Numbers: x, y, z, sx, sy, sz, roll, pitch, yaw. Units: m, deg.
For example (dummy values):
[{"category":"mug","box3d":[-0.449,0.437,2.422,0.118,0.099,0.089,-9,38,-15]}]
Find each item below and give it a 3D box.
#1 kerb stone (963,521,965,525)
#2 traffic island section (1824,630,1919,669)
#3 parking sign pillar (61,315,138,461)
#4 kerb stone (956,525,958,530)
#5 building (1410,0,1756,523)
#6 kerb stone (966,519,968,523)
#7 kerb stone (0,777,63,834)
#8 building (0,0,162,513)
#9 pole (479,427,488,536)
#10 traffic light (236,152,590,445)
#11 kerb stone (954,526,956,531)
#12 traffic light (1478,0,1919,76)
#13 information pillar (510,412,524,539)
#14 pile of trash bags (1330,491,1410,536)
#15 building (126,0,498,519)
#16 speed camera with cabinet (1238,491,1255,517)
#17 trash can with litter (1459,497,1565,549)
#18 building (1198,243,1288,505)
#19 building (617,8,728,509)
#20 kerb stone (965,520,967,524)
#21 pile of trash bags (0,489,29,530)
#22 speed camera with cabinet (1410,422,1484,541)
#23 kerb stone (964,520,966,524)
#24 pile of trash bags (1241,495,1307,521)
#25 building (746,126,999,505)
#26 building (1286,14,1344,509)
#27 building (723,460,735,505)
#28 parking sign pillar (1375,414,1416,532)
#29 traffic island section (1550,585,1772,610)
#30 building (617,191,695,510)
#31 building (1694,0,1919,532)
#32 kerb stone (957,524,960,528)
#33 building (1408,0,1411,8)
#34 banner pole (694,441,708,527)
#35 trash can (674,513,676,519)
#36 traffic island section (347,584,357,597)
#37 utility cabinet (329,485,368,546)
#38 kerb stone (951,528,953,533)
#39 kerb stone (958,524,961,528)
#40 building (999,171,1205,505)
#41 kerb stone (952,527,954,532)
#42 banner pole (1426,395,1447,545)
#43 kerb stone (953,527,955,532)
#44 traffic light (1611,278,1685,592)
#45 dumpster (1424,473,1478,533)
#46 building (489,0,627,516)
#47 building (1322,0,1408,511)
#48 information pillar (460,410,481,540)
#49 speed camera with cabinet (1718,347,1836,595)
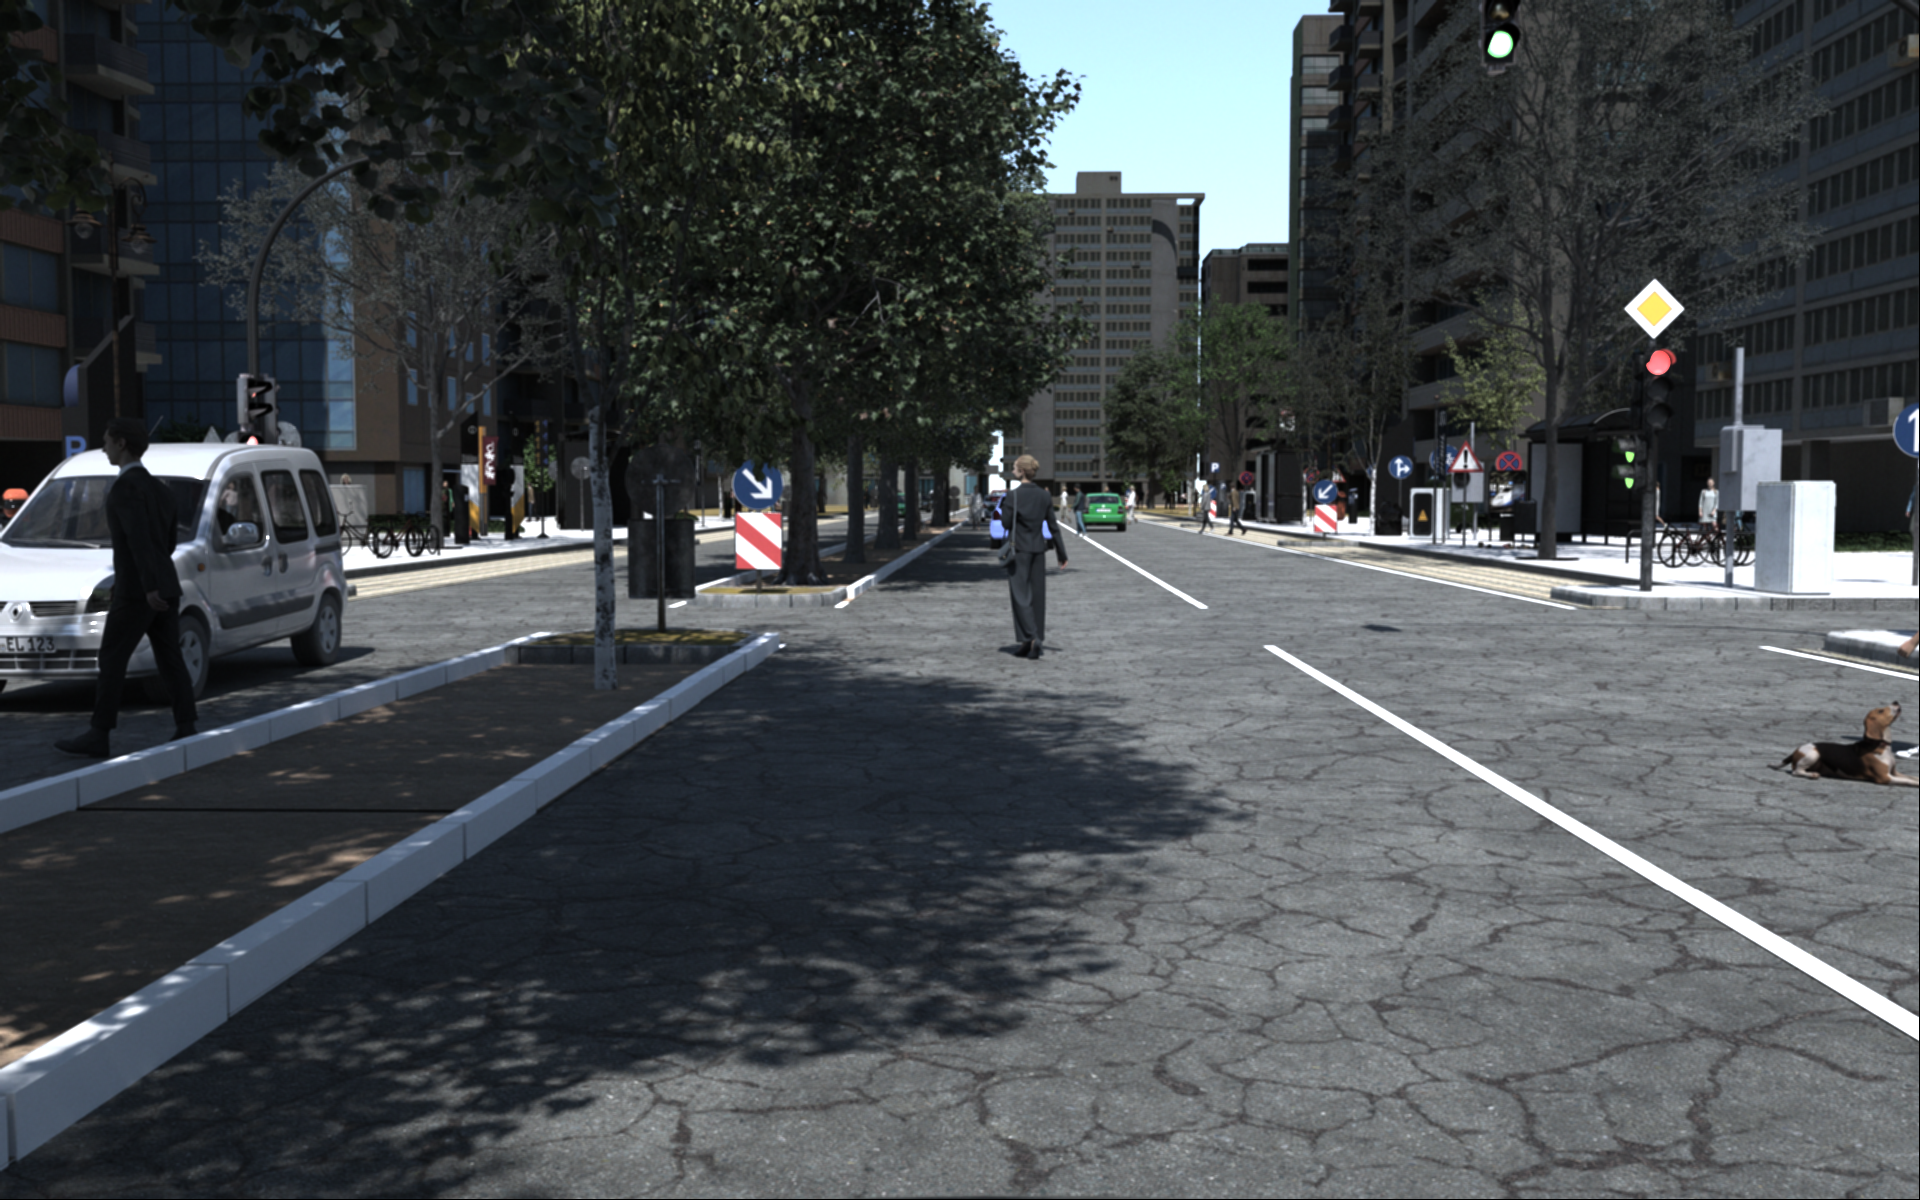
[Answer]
[{"category":"kerb stone","box3d":[0.020,-3.259,75.472,0.120,0.150,1.000,0,4,2]},{"category":"traffic island section","box3d":[8.824,0.455,14.841,2.009,0.180,2.903,0,4,2]},{"category":"parking sign pillar","box3d":[-12.692,-2.270,25.593,1.447,3.967,1.447,0,4,5]},{"category":"kerb stone","box3d":[-0.247,-2.691,66.233,0.120,0.150,1.000,0,4,2]},{"category":"building","box3d":[35.362,-28.255,85.675,21.300,48.544,21.600,0,4,2]},{"category":"kerb stone","box3d":[0.179,-3.570,80.587,0.120,0.150,1.000,0,4,2]},{"category":"kerb stone","box3d":[-4.079,0.908,7.353,0.120,0.150,1.000,0,4,2]},{"category":"building","box3d":[-38.402,-24.240,50.941,22.147,44.769,28.867,0,4,2]},{"category":"pole","box3d":[-14.435,-3.583,52.426,0.158,3.312,0.155,0,3,0]},{"category":"traffic light","box3d":[-7.341,-2.969,23.209,4.771,5.953,1.251,0,4,2]},{"category":"kerb stone","box3d":[-0.301,-2.568,64.184,0.120,0.150,1.000,0,4,2]},{"category":"traffic light","box3d":[6.691,-2.445,14.649,4.771,5.953,1.251,0,4,2]},{"category":"information pillar","box3d":[-12.737,-3.574,49.794,0.183,3.616,0.504,2,4,26]},{"category":"pile of trash bags","box3d":[13.173,-2.700,53.890,3.447,1.369,1.912,1,4,21]},{"category":"building","box3d":[-30.662,-26.304,80.188,14.600,45.320,14.200,0,4,2]},{"category":"speed camera with cabinet","box3d":[16.296,-6.201,95.729,2.038,3.252,0.660,-2,4,-29]},{"category":"trash can with litter","box3d":[12.961,-1.821,40.833,2.233,1.210,1.678,3,4,36]},{"category":"building","box3d":[35.589,-26.314,201.942,14.107,30.474,14.160,0,4,2]},{"category":"building","box3d":[-28.890,-30.789,153.504,14.200,45.320,14.600,0,4,2]},{"category":"kerb stone","box3d":[0.109,-3.446,78.540,0.120,0.150,1.000,0,4,2]},{"category":"pile of trash bags","box3d":[-15.301,-1.144,28.463,1.912,1.369,3.447,-3,4,-37]},{"category":"speed camera with cabinet","box3d":[13.521,-3.292,48.155,0.660,3.252,2.038,-3,5,-39]},{"category":"kerb stone","box3d":[0.085,-3.384,77.518,0.120,0.150,1.000,0,4,2]},{"category":"pile of trash bags","box3d":[15.350,-4.508,83.453,3.447,1.369,1.912,-2,4,-31]},{"category":"building","box3d":[-10.531,-35.943,207.281,30.456,49.044,23.786,0,4,2]},{"category":"building","box3d":[35.699,-28.634,151.768,14.154,41.232,14.086,0,4,2]},{"category":"building","box3d":[-36.288,-46.933,205.600,20.611,71.187,20.563,0,4,2]},{"category":"parking sign pillar","box3d":[14.816,-4.309,58.928,1.447,3.967,1.447,2,4,35]},{"category":"traffic island section","box3d":[9.059,-0.033,22.823,2.009,0.180,2.903,0,4,2]},{"category":"building","box3d":[-28.979,-22.214,134.894,14.160,30.474,14.107,0,4,2]},{"category":"building","box3d":[38.145,-22.030,52.071,23.993,40.220,32.217,0,4,2]},{"category":"kerb stone","box3d":[-0.191,-2.812,68.279,0.120,0.150,1.000,0,4,2]},{"category":"building","box3d":[35.204,-26.003,108.748,14.154,41.232,14.086,0,4,2]},{"category":"banner pole","box3d":[-10.016,-4.687,66.647,0.401,3.779,0.863,1,4,22]},{"category":"trash can","box3d":[-11.386,-3.420,67.574,0.748,1.137,0.748,0,3,0]},{"category":"traffic island section","box3d":[-9.474,-0.067,23.372,2.009,0.180,2.903,0,4,2]},{"category":"utility cabinet","box3d":[-15.043,-2.055,42.272,0.318,1.500,1.173,3,4,37]},{"category":"kerb stone","box3d":[-0.396,-2.380,61.111,0.120,0.150,1.000,0,4,2]},{"category":"kerb stone","box3d":[-0.149,-2.881,69.300,0.120,0.150,1.000,0,4,2]},{"category":"building","box3d":[16.811,-31.759,211.144,23.993,40.220,32.217,0,4,2]},{"category":"kerb stone","box3d":[-0.371,-2.443,62.133,0.120,0.150,1.000,0,4,2]},{"category":"banner pole","box3d":[12.073,-3.279,43.632,0.401,3.779,0.863,0,4,-8]},{"category":"kerb stone","box3d":[-0.336,-2.503,63.160,0.120,0.150,1.000,0,4,2]},{"category":"traffic light","box3d":[9.020,-2.067,22.710,0.839,4.253,0.868,0,4,2]},{"category":"dumpster","box3d":[16.041,-3.298,56.418,1.502,2.255,1.985,0,4,2]},{"category":"building","box3d":[-33.998,-28.044,113.148,22.147,44.769,28.867,0,4,2]},{"category":"building","box3d":[39.543,-29.072,129.959,22.147,44.769,28.867,0,4,2]},{"category":"information pillar","box3d":[-13.641,-3.481,48.276,0.504,3.616,0.183,-1,4,-11]},{"category":"speed camera with cabinet","box3d":[10.739,-1.741,22.799,0.660,3.252,2.038,0,4,-2]}]
